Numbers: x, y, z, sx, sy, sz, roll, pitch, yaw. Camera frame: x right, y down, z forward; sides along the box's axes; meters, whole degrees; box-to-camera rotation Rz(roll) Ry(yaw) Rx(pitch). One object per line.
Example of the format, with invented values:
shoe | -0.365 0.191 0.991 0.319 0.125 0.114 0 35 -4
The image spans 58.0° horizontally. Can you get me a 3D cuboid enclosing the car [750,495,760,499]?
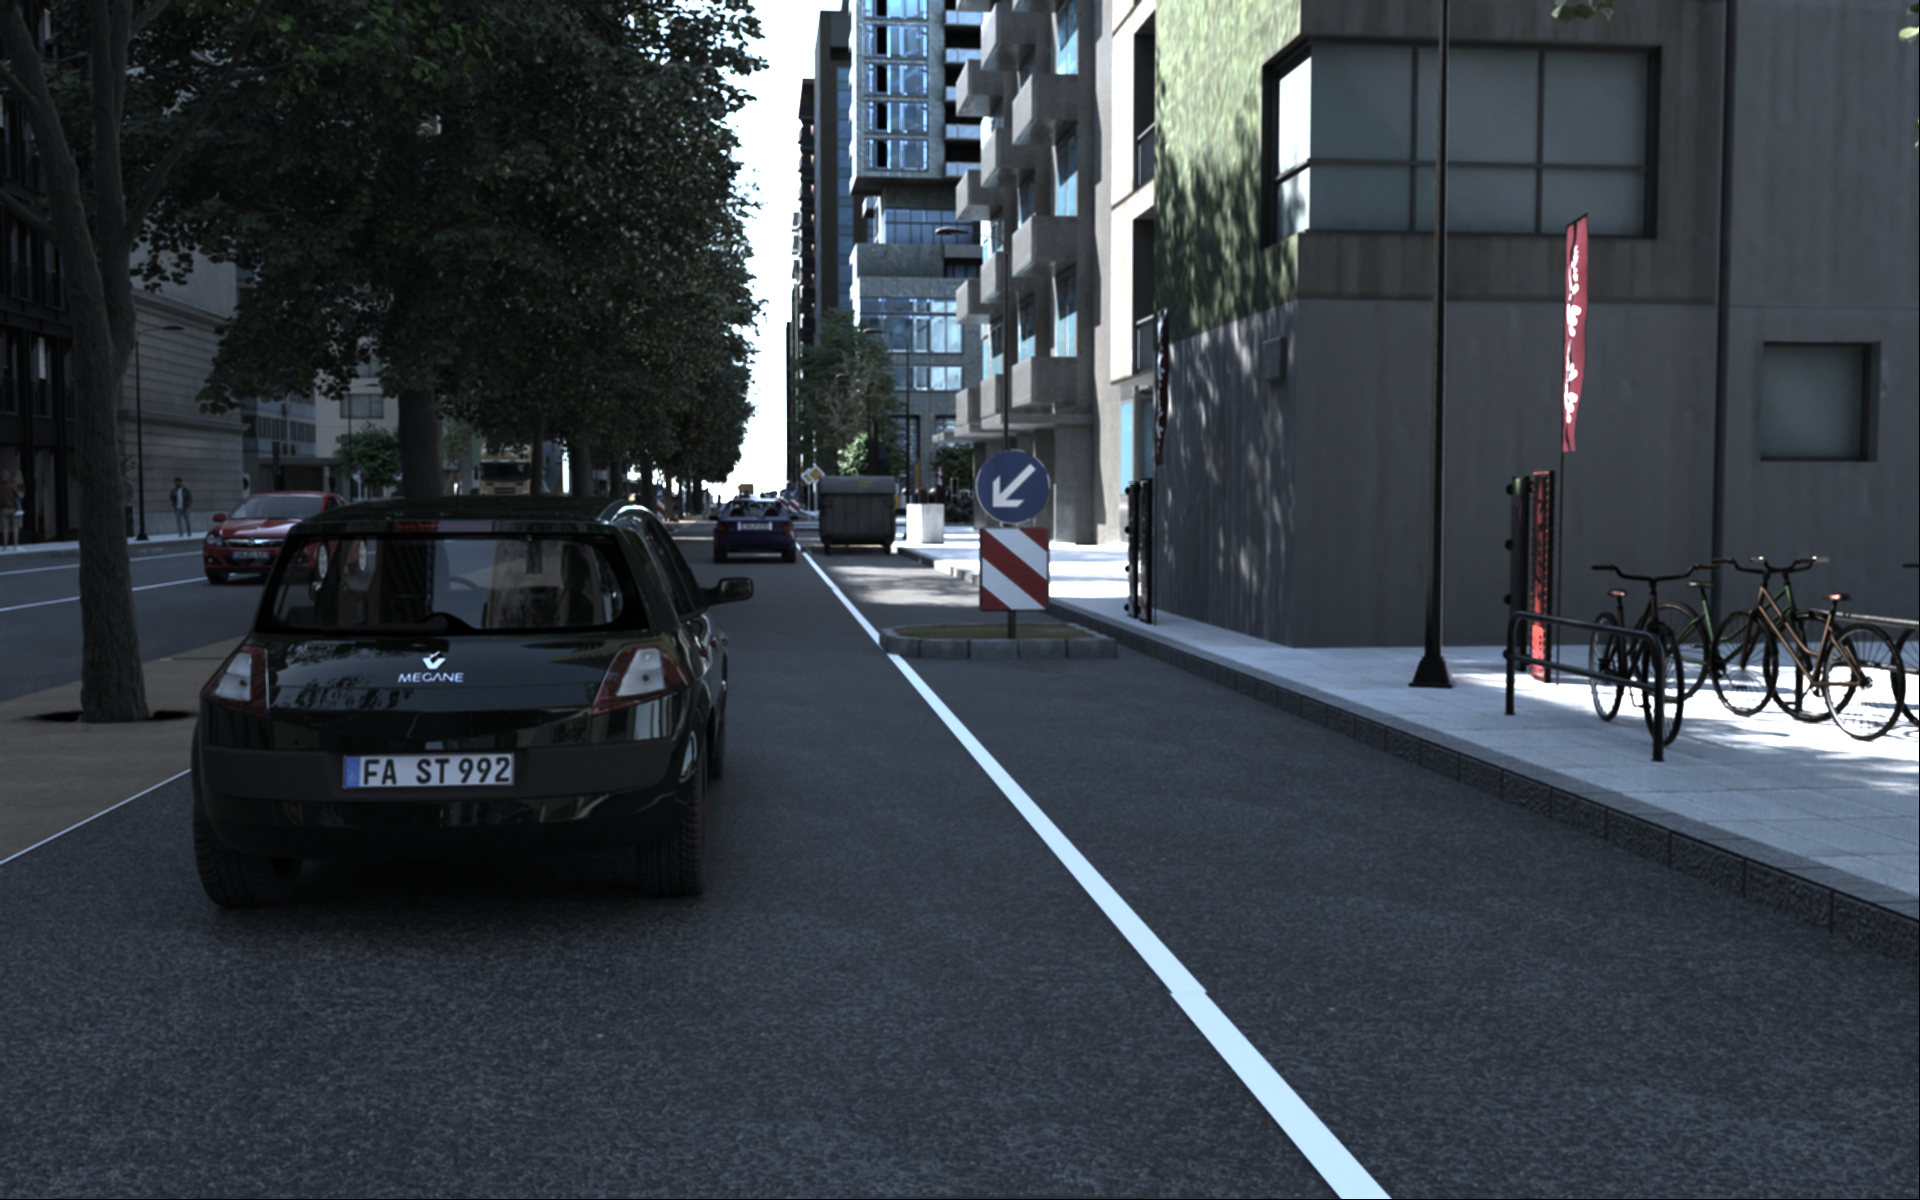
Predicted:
car | -20.836 -9.797 172.549 2.083 1.381 4.827 0 4 -6

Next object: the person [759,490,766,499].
person | -16.906 -8.579 148.869 0.694 1.812 0.767 2 4 24

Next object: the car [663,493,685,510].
car | -22.495 -7.695 134.848 2.155 1.783 4.494 0 4 -7

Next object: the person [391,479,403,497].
person | -12.792 -1.886 39.763 0.576 1.772 0.534 -2 4 -32

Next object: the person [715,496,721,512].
person | -19.770 -7.867 141.376 0.590 1.304 0.306 -3 5 -43

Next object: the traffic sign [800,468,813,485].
traffic sign | -6.539 -4.471 75.293 0.795 2.593 0.064 0 4 -7

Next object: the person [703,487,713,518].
person | -14.698 -5.649 100.734 0.514 1.842 0.818 -2 4 -31

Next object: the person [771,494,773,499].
person | -19.952 -10.801 185.541 0.683 1.767 0.568 0 4 -2

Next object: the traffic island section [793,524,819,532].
traffic island section | -5.565 -2.763 67.450 2.009 0.180 2.903 0 4 -7

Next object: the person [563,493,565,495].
person | -35.862 -9.133 155.333 1.348 1.831 0.705 -1 4 -23

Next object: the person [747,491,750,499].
person | -17.609 -8.188 143.207 0.563 1.720 0.643 -1 4 -19

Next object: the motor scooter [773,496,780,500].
motor scooter | -14.165 -7.493 135.293 0.815 1.314 1.986 0 4 -8

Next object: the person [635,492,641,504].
person | -29.102 -8.980 156.796 0.593 1.643 0.415 -2 4 -33

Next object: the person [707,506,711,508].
person | -25.262 -10.044 173.515 0.445 1.727 0.742 2 4 30

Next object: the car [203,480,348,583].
car | -11.339 -1.236 29.256 2.155 1.783 4.494 0 4 -6

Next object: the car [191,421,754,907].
car | -1.904 0.142 7.471 2.009 1.686 4.222 0 4 -6

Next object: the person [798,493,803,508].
person | -15.076 -9.522 164.958 0.991 1.433 0.599 -1 4 -14

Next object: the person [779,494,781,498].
person | -27.401 -15.728 264.118 0.530 1.710 0.541 1 4 11

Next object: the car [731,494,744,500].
car | -25.225 -11.607 198.808 2.155 1.783 4.494 -1 4 -8

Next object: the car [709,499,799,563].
car | -4.442 -1.519 37.418 1.945 1.354 3.894 0 4 -7

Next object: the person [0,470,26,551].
person | -21.337 -2.018 39.019 0.580 1.828 0.573 -3 5 -44

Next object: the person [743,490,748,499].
person | -17.474 -8.126 141.753 0.834 1.777 0.661 -2 4 -27

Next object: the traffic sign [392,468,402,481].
traffic sign | -23.614 -4.348 73.272 0.795 2.593 0.064 0 4 -7

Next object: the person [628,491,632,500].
person | -44.611 -13.918 234.276 0.551 1.740 0.621 -2 4 -25

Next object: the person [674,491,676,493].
person | -31.410 -11.061 190.028 0.721 1.739 1.217 -3 4 -36

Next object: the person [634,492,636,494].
person | -48.077 -15.317 256.611 1.348 1.807 0.705 1 4 17

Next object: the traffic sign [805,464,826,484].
traffic sign | -5.588 -3.986 67.364 0.795 2.593 0.064 0 4 -7

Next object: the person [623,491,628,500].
person | -36.790 -11.005 189.160 1.217 1.736 0.721 1 4 18

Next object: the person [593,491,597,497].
person | -33.979 -9.265 160.769 0.721 1.735 1.217 1 4 16

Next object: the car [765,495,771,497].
car | -30.824 -16.170 276.736 2.083 1.381 4.827 0 4 -6

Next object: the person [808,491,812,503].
person | -13.858 -9.356 158.888 0.709 1.838 0.599 -1 4 -18

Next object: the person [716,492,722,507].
person | -27.337 -11.428 196.150 0.445 1.727 0.742 2 4 35

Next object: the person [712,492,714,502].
person | -42.645 -17.703 298.654 0.721 1.736 1.217 1 4 11

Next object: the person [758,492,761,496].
person | -30.753 -15.822 267.708 1.217 1.766 0.721 0 4 3

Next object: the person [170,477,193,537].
person | -23.192 -2.764 51.582 0.623 1.781 0.721 -2 4 -25

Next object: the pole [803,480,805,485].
pole | -12.462 -8.822 138.076 0.158 3.312 0.155 0 3 0

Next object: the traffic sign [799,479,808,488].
traffic sign | -12.806 -8.667 141.809 0.768 2.556 0.104 0 4 3

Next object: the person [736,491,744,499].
person | -21.264 -9.720 168.110 0.721 1.739 1.217 3 5 41

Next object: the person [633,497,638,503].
person | -27.197 -7.971 144.331 1.012 1.151 0.738 -2 4 -29

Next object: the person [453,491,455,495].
person | -31.210 -6.170 107.352 0.576 1.772 0.534 -2 4 -29

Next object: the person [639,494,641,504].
person | -31.220 -9.819 169.966 0.541 1.710 0.530 0 4 -1

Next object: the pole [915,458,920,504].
pole | -2.345 -6.445 99.226 0.158 3.312 0.155 0 3 0

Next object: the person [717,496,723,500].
person | -34.079 -14.322 245.891 0.991 1.433 0.599 0 4 7

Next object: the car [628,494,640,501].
car | -40.831 -12.737 218.471 2.015 1.641 3.980 -1 4 -9

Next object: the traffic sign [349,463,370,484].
traffic sign | -22.662 -3.863 65.344 0.795 2.593 0.064 0 4 -7

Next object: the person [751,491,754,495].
person | -22.983 -11.179 191.950 0.621 1.740 0.551 -1 4 -19
